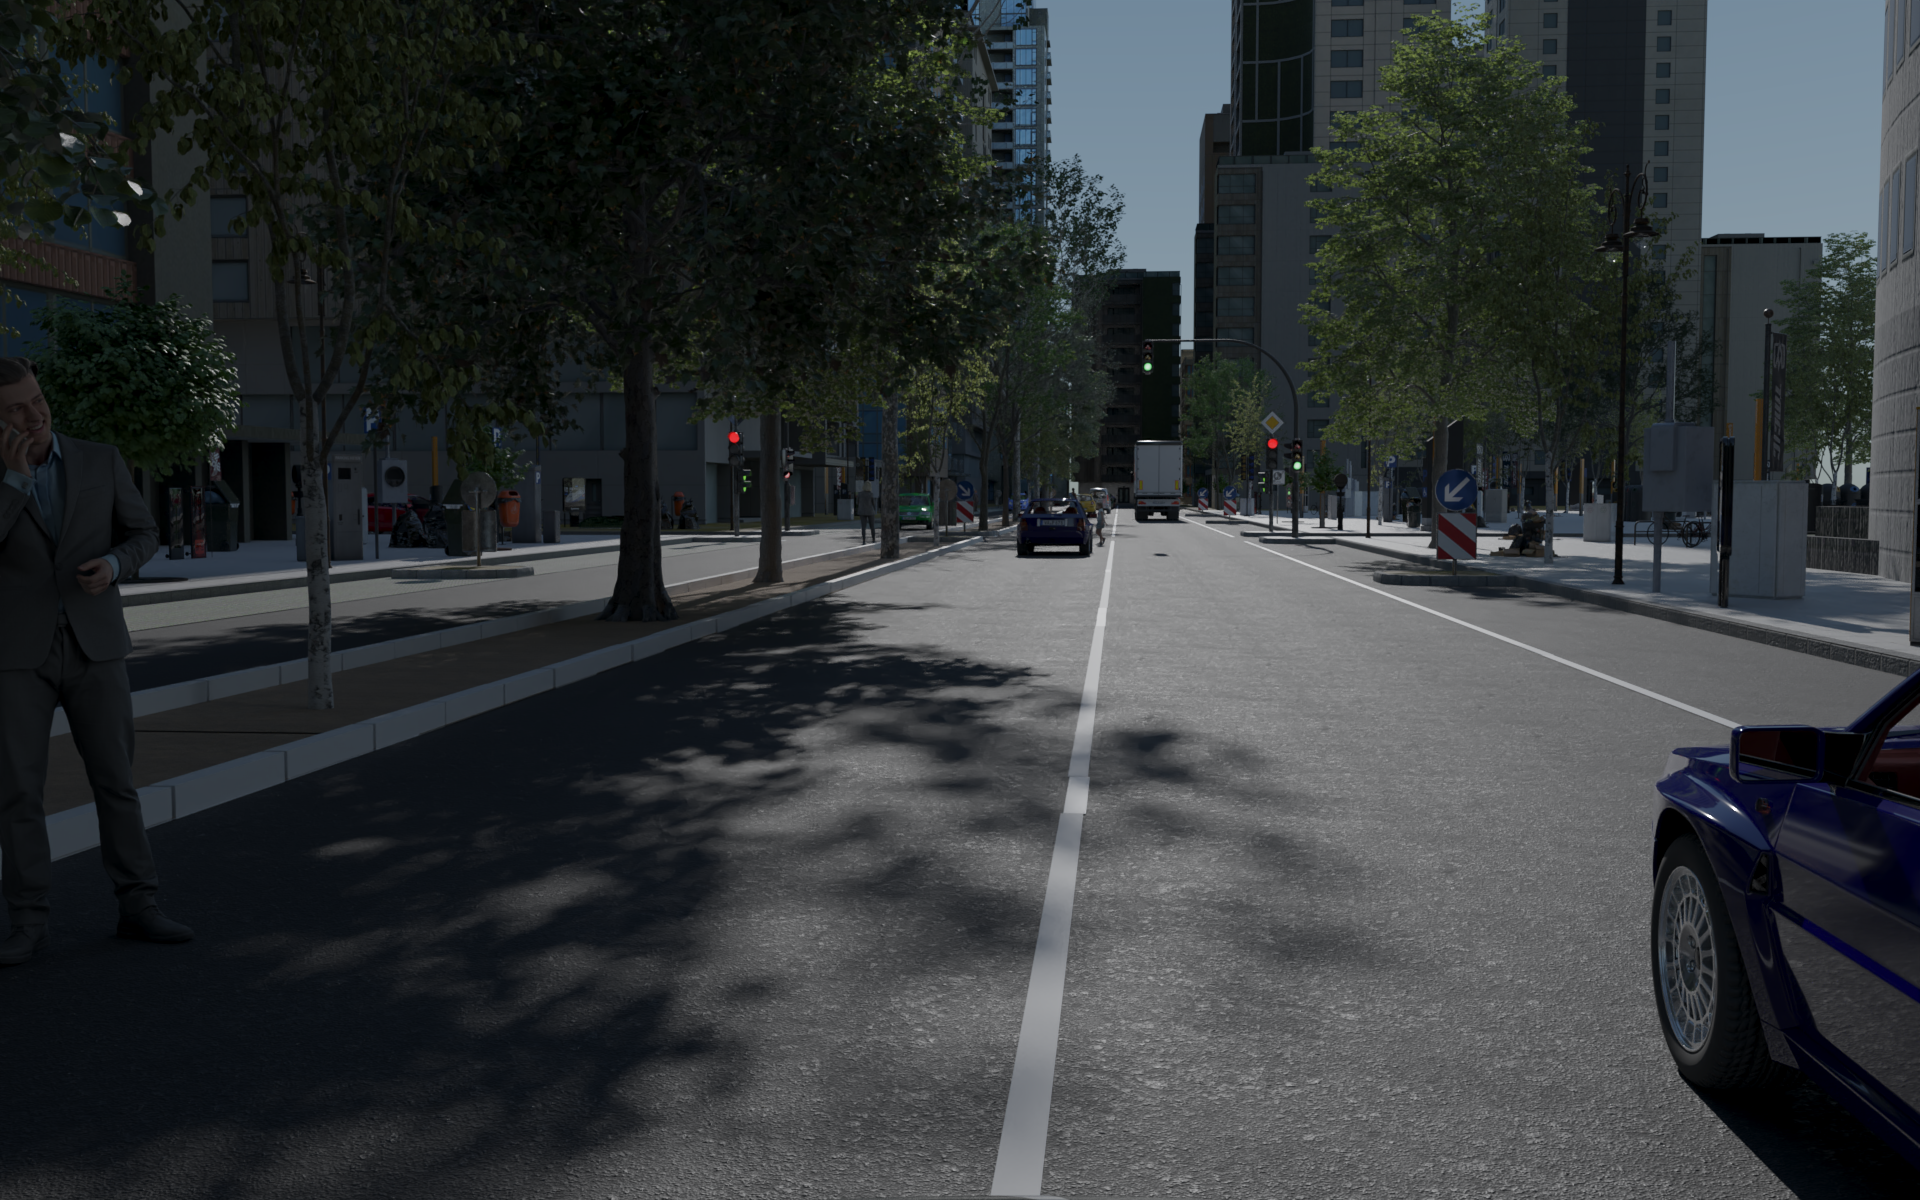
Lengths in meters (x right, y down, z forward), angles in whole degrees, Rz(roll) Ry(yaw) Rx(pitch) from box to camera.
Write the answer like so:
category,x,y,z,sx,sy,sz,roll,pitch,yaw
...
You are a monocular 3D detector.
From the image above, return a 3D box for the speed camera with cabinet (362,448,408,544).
category,x,y,z,sx,sy,sz,roll,pitch,yaw
speed camera with cabinet,-15.211,-3.053,44.250,2.038,3.252,0.660,-3,5,-40

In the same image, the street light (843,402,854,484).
category,x,y,z,sx,sy,sz,roll,pitch,yaw
street light,-5.644,-6.995,87.160,0.468,5.910,1.993,0,4,5

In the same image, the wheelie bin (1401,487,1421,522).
category,x,y,z,sx,sy,sz,roll,pitch,yaw
wheelie bin,20.581,-4.362,79.229,0.980,1.594,0.693,-2,4,-27

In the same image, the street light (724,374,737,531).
category,x,y,z,sx,sy,sz,roll,pitch,yaw
street light,-8.006,-5.373,60.644,0.468,5.910,1.993,0,4,5

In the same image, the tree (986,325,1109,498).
category,x,y,z,sx,sy,sz,roll,pitch,yaw
tree,5.860,-12.871,119.555,9.857,13.997,8.962,0,3,0

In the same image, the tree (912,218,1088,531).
category,x,y,z,sx,sy,sz,roll,pitch,yaw
tree,0.970,-8.335,64.485,9.928,11.665,9.643,0,3,0

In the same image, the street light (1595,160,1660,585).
category,x,y,z,sx,sy,sz,roll,pitch,yaw
street light,9.357,-3.159,24.443,0.468,5.910,1.993,0,4,5

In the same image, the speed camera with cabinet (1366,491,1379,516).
category,x,y,z,sx,sy,sz,roll,pitch,yaw
speed camera with cabinet,24.015,-6.675,103.476,2.038,3.252,0.660,1,4,21

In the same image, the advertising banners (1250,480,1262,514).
category,x,y,z,sx,sy,sz,roll,pitch,yaw
advertising banners,18.832,-6.978,110.279,0.090,3.025,2.074,-1,4,-10

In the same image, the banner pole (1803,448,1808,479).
category,x,y,z,sx,sy,sz,roll,pitch,yaw
banner pole,45.430,-6.311,93.202,0.401,3.779,0.863,0,4,5

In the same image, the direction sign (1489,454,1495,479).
category,x,y,z,sx,sy,sz,roll,pitch,yaw
direction sign,30.409,-6.549,99.067,0.379,3.537,0.876,3,4,38

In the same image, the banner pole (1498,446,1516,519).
category,x,y,z,sx,sy,sz,roll,pitch,yaw
banner pole,28.005,-6.073,89.308,0.863,3.779,0.401,3,4,38

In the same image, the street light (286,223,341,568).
category,x,y,z,sx,sy,sz,roll,pitch,yaw
street light,-10.934,-3.484,29.744,0.468,5.910,1.993,0,4,5

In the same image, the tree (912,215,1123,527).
category,x,y,z,sx,sy,sz,roll,pitch,yaw
tree,2.033,-9.976,75.929,12.009,13.543,11.850,0,3,0

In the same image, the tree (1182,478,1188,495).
category,x,y,z,sx,sy,sz,roll,pitch,yaw
tree,25.821,-12.649,201.418,1.663,3.219,1.824,0,3,0

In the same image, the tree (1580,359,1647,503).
category,x,y,z,sx,sy,sz,roll,pitch,yaw
tree,33.097,-8.521,89.676,4.360,8.622,3.978,0,3,0

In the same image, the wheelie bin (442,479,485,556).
category,x,y,z,sx,sy,sz,roll,pitch,yaw
wheelie bin,-10.260,-1.709,35.852,0.980,1.594,0.693,2,4,33

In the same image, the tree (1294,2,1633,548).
category,x,y,z,sx,sy,sz,roll,pitch,yaw
tree,11.761,-7.493,40.631,7.486,12.596,7.792,0,3,0

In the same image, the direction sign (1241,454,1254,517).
category,x,y,z,sx,sy,sz,roll,pitch,yaw
direction sign,16.374,-6.526,98.700,0.876,3.537,0.379,3,5,42

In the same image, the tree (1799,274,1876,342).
category,x,y,z,sx,sy,sz,roll,pitch,yaw
tree,29.745,-6.642,58.951,4.737,8.622,4.395,0,3,0

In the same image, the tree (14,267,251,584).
category,x,y,z,sx,sy,sz,roll,pitch,yaw
tree,-12.163,-2.548,25.376,4.285,4.588,4.351,0,3,0

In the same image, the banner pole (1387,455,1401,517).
category,x,y,z,sx,sy,sz,roll,pitch,yaw
banner pole,24.693,-6.646,98.680,0.863,3.779,0.401,0,4,-1

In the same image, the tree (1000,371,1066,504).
category,x,y,z,sx,sy,sz,roll,pitch,yaw
tree,4.040,-8.985,99.731,4.737,8.622,4.395,0,3,0

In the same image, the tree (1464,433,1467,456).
category,x,y,z,sx,sy,sz,roll,pitch,yaw
tree,24.899,-8.674,92.188,4.360,8.622,3.978,0,3,0

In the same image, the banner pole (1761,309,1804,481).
category,x,y,z,sx,sy,sz,roll,pitch,yaw
banner pole,11.088,-2.057,23.650,0.863,3.779,0.401,-3,5,-43

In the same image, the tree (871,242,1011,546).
category,x,y,z,sx,sy,sz,roll,pitch,yaw
tree,-0.642,-5.791,47.497,4.360,8.622,3.978,0,3,0

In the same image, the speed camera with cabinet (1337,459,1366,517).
category,x,y,z,sx,sy,sz,roll,pitch,yaw
speed camera with cabinet,22.121,-6.359,98.303,0.660,3.252,2.038,3,5,40

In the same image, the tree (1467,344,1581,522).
category,x,y,z,sx,sy,sz,roll,pitch,yaw
tree,26.035,-7.923,79.906,4.360,8.622,3.978,0,3,0

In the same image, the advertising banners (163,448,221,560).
category,x,y,z,sx,sy,sz,roll,pitch,yaw
advertising banners,-15.216,-2.342,34.483,0.090,3.025,2.074,0,4,8

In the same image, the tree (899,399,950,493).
category,x,y,z,sx,sy,sz,roll,pitch,yaw
tree,-2.797,-10.860,127.931,4.737,8.622,4.395,0,3,0

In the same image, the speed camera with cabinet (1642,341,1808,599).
category,x,y,z,sx,sy,sz,roll,pitch,yaw
speed camera with cabinet,9.678,-1.688,21.942,0.660,3.252,2.038,-2,4,-28

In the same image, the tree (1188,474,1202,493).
category,x,y,z,sx,sy,sz,roll,pitch,yaw
tree,23.113,-10.507,166.387,1.663,3.219,1.824,0,3,0

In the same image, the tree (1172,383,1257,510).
category,x,y,z,sx,sy,sz,roll,pitch,yaw
tree,20.082,-12.363,136.541,7.601,10.594,8.767,0,4,-5

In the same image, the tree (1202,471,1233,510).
category,x,y,z,sx,sy,sz,roll,pitch,yaw
tree,21.452,-9.062,142.757,1.663,3.219,1.824,0,3,0

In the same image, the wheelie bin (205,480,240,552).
category,x,y,z,sx,sy,sz,roll,pitch,yaw
wheelie bin,-16.536,-1.882,38.685,0.693,1.594,0.980,0,4,-4

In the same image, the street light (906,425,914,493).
category,x,y,z,sx,sy,sz,roll,pitch,yaw
street light,-3.210,-8.587,113.185,0.468,5.910,1.993,0,4,5

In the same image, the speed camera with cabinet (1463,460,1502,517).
category,x,y,z,sx,sy,sz,roll,pitch,yaw
speed camera with cabinet,29.460,-6.316,97.605,2.038,3.252,0.660,2,4,26

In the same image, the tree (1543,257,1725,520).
category,x,y,z,sx,sy,sz,roll,pitch,yaw
tree,26.519,-8.195,68.395,7.601,10.594,8.767,2,4,31

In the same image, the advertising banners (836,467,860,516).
category,x,y,z,sx,sy,sz,roll,pitch,yaw
advertising banners,-6.429,-6.324,99.588,0.090,3.025,2.074,3,5,41

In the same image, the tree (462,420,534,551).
category,x,y,z,sx,sy,sz,roll,pitch,yaw
tree,-10.698,-2.724,39.141,1.663,3.219,1.824,0,3,0

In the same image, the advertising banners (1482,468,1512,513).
category,x,y,z,sx,sy,sz,roll,pitch,yaw
advertising banners,35.517,-7.255,114.805,2.074,3.025,0.090,0,4,1

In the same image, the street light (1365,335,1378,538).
category,x,y,z,sx,sy,sz,roll,pitch,yaw
street light,11.875,-4.735,50.207,0.468,5.910,1.993,0,4,5

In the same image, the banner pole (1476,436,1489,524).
category,x,y,z,sx,sy,sz,roll,pitch,yaw
banner pole,22.507,-5.181,74.734,0.863,3.779,0.401,-3,4,-37

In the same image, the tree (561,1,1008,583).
category,x,y,z,sx,sy,sz,roll,pitch,yaw
tree,-3.142,-6.576,28.105,7.486,12.596,7.792,0,3,0

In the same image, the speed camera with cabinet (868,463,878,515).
category,x,y,z,sx,sy,sz,roll,pitch,yaw
speed camera with cabinet,-5.778,-7.018,109.076,0.660,3.252,2.038,-2,4,-25

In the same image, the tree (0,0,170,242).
category,x,y,z,sx,sy,sz,roll,pitch,yaw
tree,-4.859,-5.773,3.495,9.857,13.997,8.962,0,3,0

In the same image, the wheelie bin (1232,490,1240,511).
category,x,y,z,sx,sy,sz,roll,pitch,yaw
wheelie bin,20.811,-7.551,131.359,0.980,1.594,0.693,3,5,40

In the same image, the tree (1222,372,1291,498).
category,x,y,z,sx,sy,sz,roll,pitch,yaw
tree,17.826,-9.488,105.494,4.360,8.622,3.978,0,3,0

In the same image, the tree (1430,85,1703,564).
category,x,y,z,sx,sy,sz,roll,pitch,yaw
tree,10.906,-4.965,31.535,4.737,8.622,4.395,0,3,0

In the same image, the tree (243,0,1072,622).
category,x,y,z,sx,sy,sz,roll,pitch,yaw
tree,-3.622,-6.117,19.476,9.611,12.733,9.660,0,3,0

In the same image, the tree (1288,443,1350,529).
category,x,y,z,sx,sy,sz,roll,pitch,yaw
tree,13.502,-4.279,64.564,1.663,3.219,1.824,0,3,0

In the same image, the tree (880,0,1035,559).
category,x,y,z,sx,sy,sz,roll,pitch,yaw
tree,-2.682,-11.032,38.726,12.611,20.169,13.585,0,3,0

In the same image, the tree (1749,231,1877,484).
category,x,y,z,sx,sy,sz,roll,pitch,yaw
tree,38.670,-9.625,75.503,7.486,12.596,7.792,0,3,0

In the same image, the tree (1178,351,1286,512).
category,x,y,z,sx,sy,sz,roll,pitch,yaw
tree,19.577,-12.176,124.839,9.928,11.665,9.643,0,3,0

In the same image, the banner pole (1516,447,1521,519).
category,x,y,z,sx,sy,sz,roll,pitch,yaw
banner pole,29.129,-6.156,90.665,0.401,3.779,0.863,-1,4,-21

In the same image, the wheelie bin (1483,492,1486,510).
category,x,y,z,sx,sy,sz,roll,pitch,yaw
wheelie bin,35.663,-6.673,117.006,0.693,1.594,0.980,0,4,3

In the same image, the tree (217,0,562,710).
category,x,y,z,sx,sy,sz,roll,pitch,yaw
tree,-4.230,-3.559,11.014,4.737,8.622,4.395,0,3,0

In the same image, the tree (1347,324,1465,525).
category,x,y,z,sx,sy,sz,roll,pitch,yaw
tree,17.473,-7.377,70.983,4.360,8.622,3.978,0,3,0

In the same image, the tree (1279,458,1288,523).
category,x,y,z,sx,sy,sz,roll,pitch,yaw
tree,15.189,-5.114,78.212,1.663,3.219,1.824,0,3,0
